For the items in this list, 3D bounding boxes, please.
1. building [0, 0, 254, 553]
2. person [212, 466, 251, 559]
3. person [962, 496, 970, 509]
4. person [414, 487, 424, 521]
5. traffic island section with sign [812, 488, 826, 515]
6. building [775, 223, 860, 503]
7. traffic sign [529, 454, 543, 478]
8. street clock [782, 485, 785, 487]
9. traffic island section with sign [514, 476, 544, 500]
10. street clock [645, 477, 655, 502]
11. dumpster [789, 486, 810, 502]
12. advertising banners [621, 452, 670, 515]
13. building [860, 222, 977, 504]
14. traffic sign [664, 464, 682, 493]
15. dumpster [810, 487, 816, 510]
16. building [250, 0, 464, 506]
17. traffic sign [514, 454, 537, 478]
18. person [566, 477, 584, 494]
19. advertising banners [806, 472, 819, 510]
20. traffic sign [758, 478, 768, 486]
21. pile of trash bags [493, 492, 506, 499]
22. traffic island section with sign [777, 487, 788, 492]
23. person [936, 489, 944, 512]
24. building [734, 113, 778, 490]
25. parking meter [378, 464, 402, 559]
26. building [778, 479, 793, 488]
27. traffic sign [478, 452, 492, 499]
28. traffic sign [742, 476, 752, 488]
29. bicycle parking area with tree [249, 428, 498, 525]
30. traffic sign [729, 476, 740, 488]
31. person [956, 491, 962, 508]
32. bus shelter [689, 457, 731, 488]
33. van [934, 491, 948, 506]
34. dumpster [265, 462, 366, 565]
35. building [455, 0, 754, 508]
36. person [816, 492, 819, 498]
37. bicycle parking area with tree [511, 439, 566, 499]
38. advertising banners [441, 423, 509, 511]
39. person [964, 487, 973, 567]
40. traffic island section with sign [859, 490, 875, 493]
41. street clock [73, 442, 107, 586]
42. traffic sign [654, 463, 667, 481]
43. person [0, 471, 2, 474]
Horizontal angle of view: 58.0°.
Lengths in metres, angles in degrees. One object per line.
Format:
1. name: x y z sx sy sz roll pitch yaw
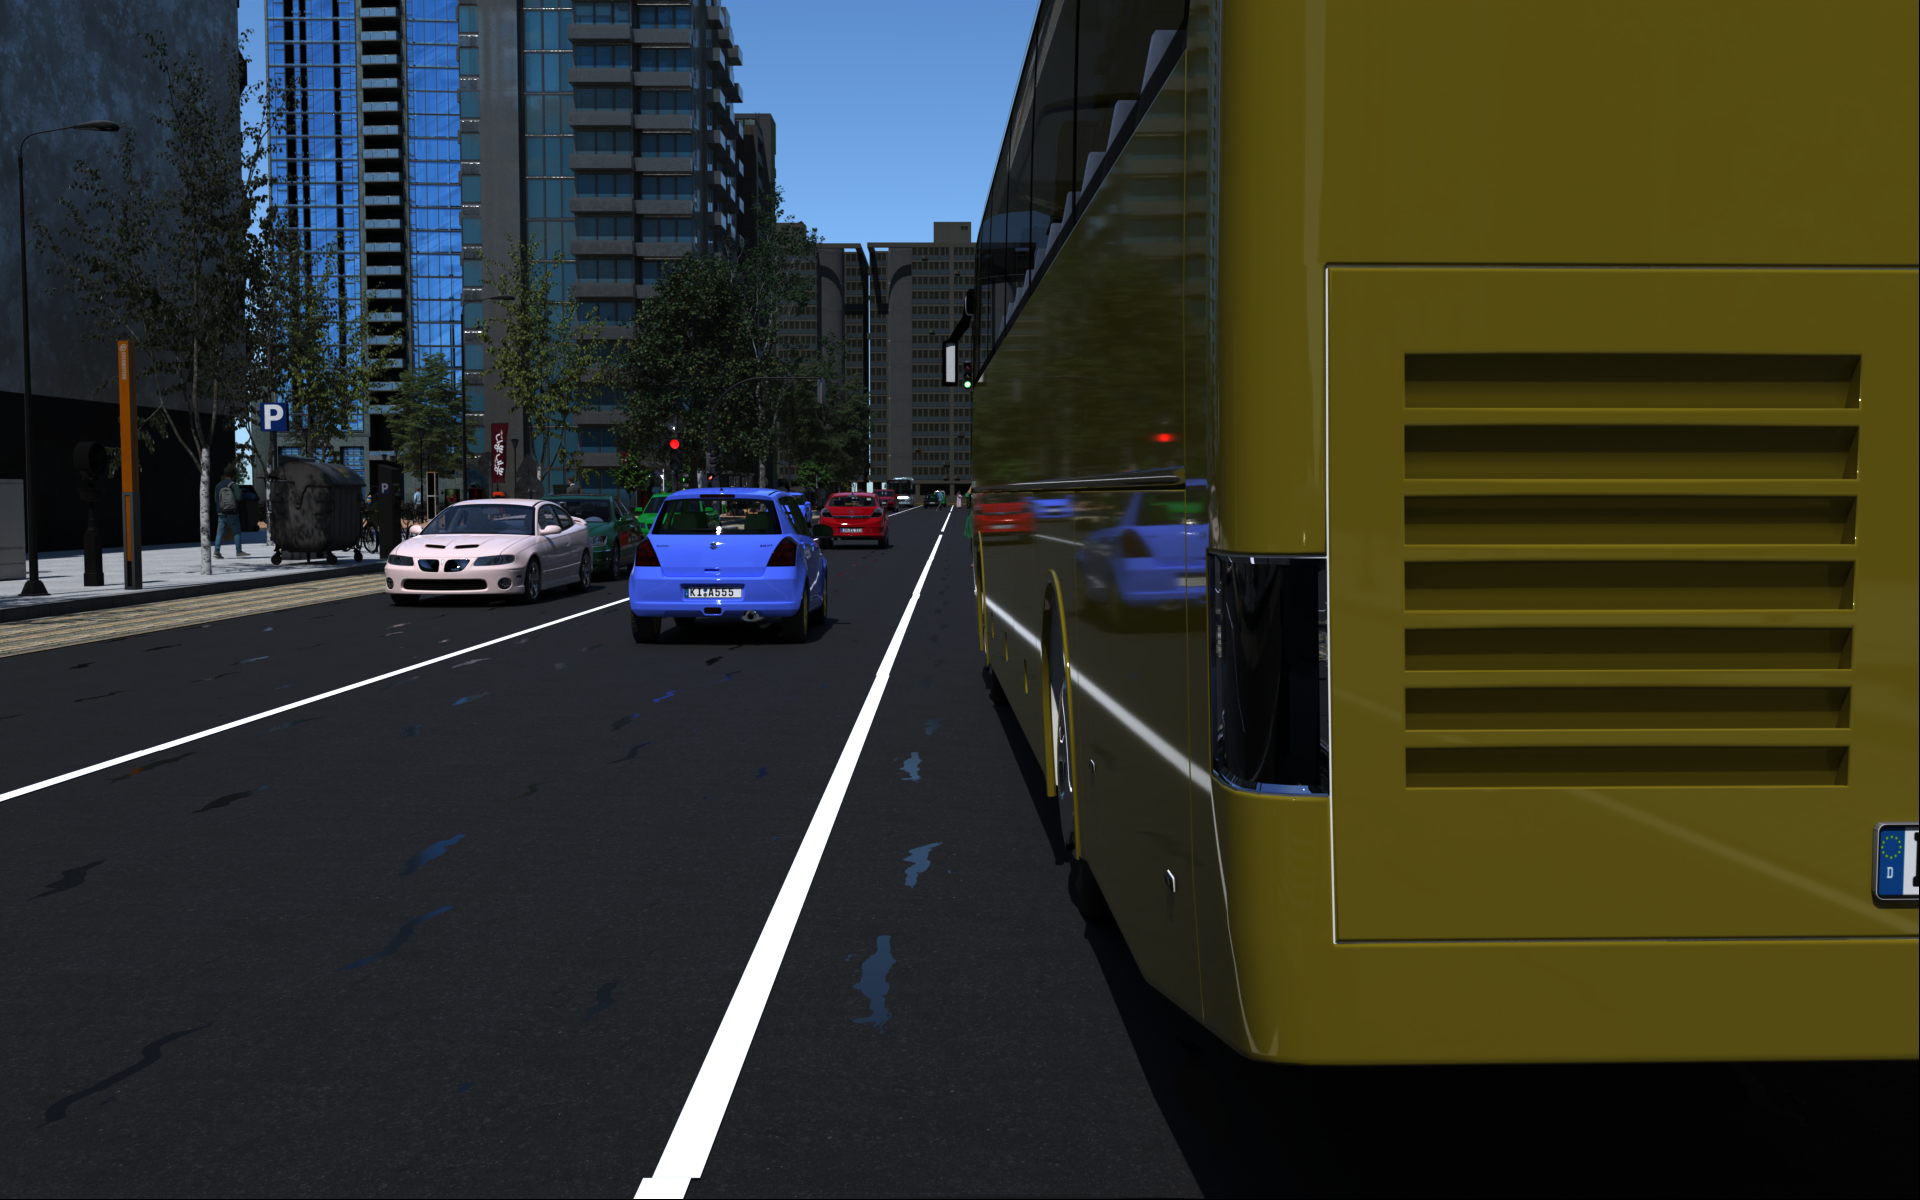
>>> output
1. building: -28.613 -10.729 42.865 16.811 18.784 16.820 0 3 0
2. person: -14.444 -1.720 34.152 0.794 1.824 0.713 2 4 33
3. person: 0.822 -9.660 167.167 1.217 1.736 0.721 0 4 -1
4. person: -25.674 -4.539 82.066 0.330 1.601 0.589 3 5 44
5. traffic island section with sign: -9.479 -6.757 119.097 1.989 1.847 2.006 0 3 0
6. building: -25.234 -34.185 250.798 23.993 40.220 32.217 0 3 0
7. traffic sign: -14.063 -3.465 56.650 0.884 2.594 0.081 0 4 1
8. street clock: -14.254 -8.289 140.101 0.358 2.002 0.471 0 4 -5
9. traffic island section with sign: -9.389 -1.763 37.458 1.989 1.847 2.006 0 3 0
10. street clock: -12.750 -4.069 71.093 0.358 2.002 0.471 -3 5 -44
11. dumpster: -11.852 -7.363 126.136 1.264 1.857 1.865 0 4 0
12. advertising banners: -12.951 -4.609 71.546 2.074 3.025 0.090 0 4 -7
13. building: -1.145 -34.138 250.038 23.993 40.220 32.217 0 3 0
14. traffic sign: -12.050 -4.442 72.729 0.768 2.556 0.104 0 4 7
15. dumpster: -12.310 -8.177 139.447 1.264 1.857 1.865 0 3 0
16. building: -64.620 -54.116 197.470 31.000 86.520 22.319 0 3 0
17. traffic sign: -13.961 -3.418 55.889 0.884 2.594 0.081 0 4 5
18. person: -12.166 -2.976 54.658 0.822 1.834 0.622 2 4 31
19. advertising banners: -11.739 -8.642 137.480 0.090 3.025 2.074 2 4 26
20. traffic sign: -14.162 -7.608 124.501 0.768 2.556 0.104 0 4 5
21. pile of trash bags: -16.506 -3.523 67.353 3.447 1.369 1.912 -1 4 -12
22. traffic island section with sign: -9.441 -5.101 92.026 1.989 1.847 2.006 0 3 0
23. person: -1.670 -8.138 141.421 0.748 1.841 0.638 -2 4 -27
24. building: -26.836 -30.410 180.792 14.154 41.232 14.086 0 3 0
25. parking meter: -11.260 -1.744 34.222 0.399 1.863 0.255 1 4 22
26. building: -34.686 -33.271 198.610 28.867 44.769 22.147 0 3 0
27. traffic sign: -14.064 -3.168 51.907 0.768 2.556 0.104 0 4 1
28. traffic sign: -11.988 -5.836 97.550 0.606 2.300 0.079 0 4 2
29. bicycle parking area with tree: -26.091 -5.416 75.558 8.231 4.147 9.016 1 4 19
30. traffic sign: -12.653 -5.816 97.224 0.606 2.300 0.079 0 4 5
31. person: -0.078 -10.157 175.238 0.621 1.740 0.551 2 4 29
32. bus shelter: -13.119 -5.993 91.915 2.014 3.302 5.546 0 3 0
33. van: -2.500 -12.726 215.080 2.013 2.044 4.112 0 4 1
34. dumpster: -11.868 -1.602 31.952 1.264 1.857 1.865 0 3 0
35. building: -31.689 -32.878 157.158 23.786 49.044 30.456 0 3 0
36. person: -17.610 -12.769 214.917 0.705 1.812 1.348 -3 5 -40
37. bicycle parking area with tree: -23.925 -6.166 87.821 9.016 4.147 8.231 2 4 27
38. advertising banners: -12.027 -2.862 42.988 2.074 3.025 0.090 2 4 23
39. person: 0.365 -1.551 34.114 0.600 1.795 0.529 0 4 -7
40. traffic island section with sign: -9.536 -9.846 169.615 1.989 1.847 2.006 0 3 0
41. street clock: -12.071 -1.193 24.083 0.358 2.002 0.471 0 4 4
42. traffic sign: -12.535 -4.492 73.180 0.795 2.593 0.064 0 4 1
43. person: -15.271 -1.280 27.325 0.532 1.782 0.716 -1 4 -9
